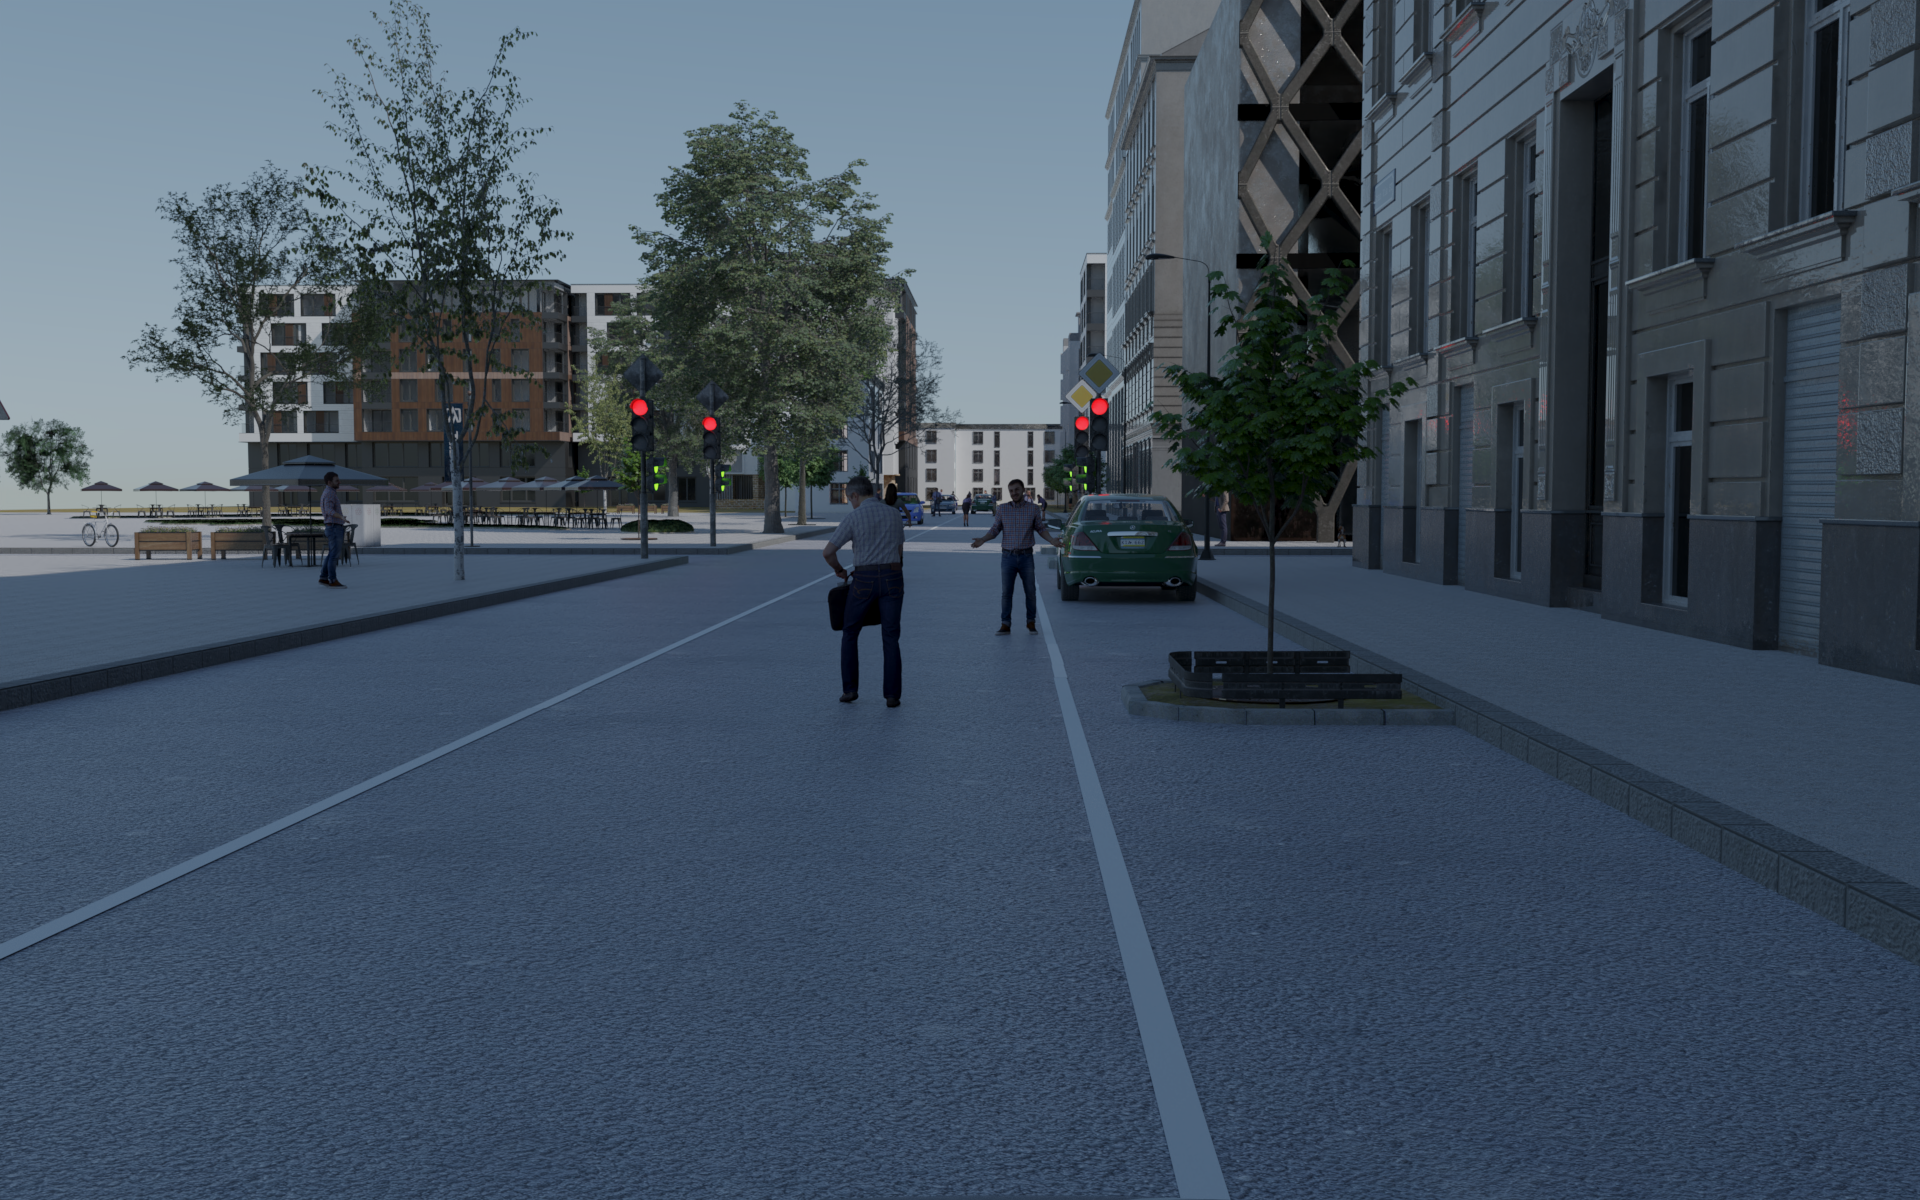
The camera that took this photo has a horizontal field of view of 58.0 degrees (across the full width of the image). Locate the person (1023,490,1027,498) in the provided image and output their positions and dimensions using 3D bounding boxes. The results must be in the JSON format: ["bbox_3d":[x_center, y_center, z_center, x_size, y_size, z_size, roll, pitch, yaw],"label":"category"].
[{"bbox_3d":[5.010,-7.404,130.481,0.541,1.710,0.530,3,5,42],"label":"person"}]

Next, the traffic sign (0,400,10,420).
[{"bbox_3d":[-7.272,-0.764,12.500,0.884,2.594,0.081,0,4,7],"label":"traffic sign"}]

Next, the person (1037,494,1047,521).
[{"bbox_3d":[4.321,-4.871,91.371,0.697,1.427,0.421,-3,5,-42],"label":"person"}]

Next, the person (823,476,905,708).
[{"bbox_3d":[-0.657,-0.065,11.782,0.614,1.554,0.590,-2,4,-25],"label":"person"}]

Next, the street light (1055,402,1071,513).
[{"bbox_3d":[5.692,-7.011,87.165,1.470,5.913,1.316,0,4,2],"label":"street light"}]

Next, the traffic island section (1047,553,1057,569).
[{"bbox_3d":[2.745,-0.728,34.183,2.009,0.180,2.903,0,4,2],"label":"traffic island section"}]

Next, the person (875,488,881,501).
[{"bbox_3d":[-3.697,-4.198,78.049,0.530,1.710,0.541,1,4,12],"label":"person"}]

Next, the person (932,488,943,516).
[{"bbox_3d":[-1.485,-6.234,110.289,0.709,1.838,0.599,0,4,4],"label":"person"}]

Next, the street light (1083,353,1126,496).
[{"bbox_3d":[4.898,-5.178,57.196,1.470,5.913,1.316,0,4,2],"label":"street light"}]

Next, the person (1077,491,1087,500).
[{"bbox_3d":[7.118,-5.773,100.294,0.599,1.838,0.709,-1,4,-13],"label":"person"}]

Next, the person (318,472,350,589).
[{"bbox_3d":[-8.525,-0.955,23.616,0.435,1.587,0.963,-2,4,-26],"label":"person"}]

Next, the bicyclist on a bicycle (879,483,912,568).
[{"bbox_3d":[-1.121,-1.127,28.440,1.499,1.676,1.625,0,4,2],"label":"bicyclist on a bicycle"}]

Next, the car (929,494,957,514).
[{"bbox_3d":[-1.191,-6.840,123.834,2.014,1.417,4.499,0,4,1],"label":"car"}]

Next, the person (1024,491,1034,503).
[{"bbox_3d":[2.808,-3.688,70.859,0.319,1.574,0.516,3,5,42],"label":"person"}]

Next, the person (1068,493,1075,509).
[{"bbox_3d":[9.305,-8.428,144.621,0.721,1.735,1.217,-1,4,-19],"label":"person"}]

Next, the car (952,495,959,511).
[{"bbox_3d":[-1.069,-8.472,151.105,1.945,1.354,3.894,0,4,1],"label":"car"}]

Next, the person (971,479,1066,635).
[{"bbox_3d":[0.579,-0.438,17.618,0.963,1.587,0.435,0,4,-3],"label":"person"}]

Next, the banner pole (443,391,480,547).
[{"bbox_3d":[-12.102,-3.179,41.995,0.863,3.779,0.401,0,4,-6],"label":"banner pole"}]

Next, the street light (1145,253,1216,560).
[{"bbox_3d":[4.267,-3.732,33.556,1.470,5.913,1.316,0,4,2],"label":"street light"}]

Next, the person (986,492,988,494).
[{"bbox_3d":[2.320,-9.468,163.752,0.568,1.767,0.683,3,5,42],"label":"person"}]

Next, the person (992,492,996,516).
[{"bbox_3d":[2.184,-6.175,111.527,0.319,1.574,0.516,0,4,-5],"label":"person"}]

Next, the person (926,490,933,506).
[{"bbox_3d":[-2.936,-10.561,179.425,1.217,1.735,0.721,0,4,-8],"label":"person"}]

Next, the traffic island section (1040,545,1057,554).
[{"bbox_3d":[2.970,-1.216,42.165,2.009,0.180,2.903,0,4,2],"label":"traffic island section"}]

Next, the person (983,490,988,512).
[{"bbox_3d":[1.939,-8.058,140.785,0.750,1.759,0.617,-1,4,-19],"label":"person"}]

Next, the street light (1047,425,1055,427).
[{"bbox_3d":[6.594,-8.843,117.125,1.470,5.913,1.316,0,4,2],"label":"street light"}]

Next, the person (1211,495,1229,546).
[{"bbox_3d":[6.259,-2.204,42.616,0.750,1.759,0.617,1,4,12],"label":"person"}]

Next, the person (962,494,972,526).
[{"bbox_3d":[0.296,-3.959,76.469,0.421,1.427,0.697,1,4,15],"label":"person"}]

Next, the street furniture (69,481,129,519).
[{"bbox_3d":[-37.230,-5.872,101.033,27.439,1.986,14.083,-2,4,-35],"label":"street furniture"}]

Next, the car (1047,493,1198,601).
[{"bbox_3d":[2.310,-0.784,24.618,2.131,1.459,4.920,0,4,2],"label":"car"}]

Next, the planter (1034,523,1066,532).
[{"bbox_3d":[3.675,-2.793,66.813,1.991,0.319,1.994,0,4,2],"label":"planter"}]

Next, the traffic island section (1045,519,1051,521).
[{"bbox_3d":[4.423,-4.336,93.753,1.991,0.108,1.994,0,4,2],"label":"traffic island section"}]

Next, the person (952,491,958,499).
[{"bbox_3d":[-0.591,-9.864,170.461,0.721,1.739,1.217,-3,5,-39],"label":"person"}]

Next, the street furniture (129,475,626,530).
[{"bbox_3d":[-24.173,-4.041,71.101,14.083,1.986,27.439,-2,4,-34],"label":"street furniture"}]

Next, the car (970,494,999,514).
[{"bbox_3d":[1.748,-6.956,125.531,2.131,1.459,4.920,0,4,4],"label":"car"}]

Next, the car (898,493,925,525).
[{"bbox_3d":[-2.607,-4.447,82.307,1.945,1.707,3.694,0,4,0],"label":"car"}]

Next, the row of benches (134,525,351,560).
[{"bbox_3d":[-14.145,-1.134,34.001,4.104,0.672,1.422,0,4,-4],"label":"row of benches"}]

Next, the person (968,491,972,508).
[{"bbox_3d":[0.998,-10.687,183.902,0.551,1.740,0.621,-3,5,-44],"label":"person"}]
